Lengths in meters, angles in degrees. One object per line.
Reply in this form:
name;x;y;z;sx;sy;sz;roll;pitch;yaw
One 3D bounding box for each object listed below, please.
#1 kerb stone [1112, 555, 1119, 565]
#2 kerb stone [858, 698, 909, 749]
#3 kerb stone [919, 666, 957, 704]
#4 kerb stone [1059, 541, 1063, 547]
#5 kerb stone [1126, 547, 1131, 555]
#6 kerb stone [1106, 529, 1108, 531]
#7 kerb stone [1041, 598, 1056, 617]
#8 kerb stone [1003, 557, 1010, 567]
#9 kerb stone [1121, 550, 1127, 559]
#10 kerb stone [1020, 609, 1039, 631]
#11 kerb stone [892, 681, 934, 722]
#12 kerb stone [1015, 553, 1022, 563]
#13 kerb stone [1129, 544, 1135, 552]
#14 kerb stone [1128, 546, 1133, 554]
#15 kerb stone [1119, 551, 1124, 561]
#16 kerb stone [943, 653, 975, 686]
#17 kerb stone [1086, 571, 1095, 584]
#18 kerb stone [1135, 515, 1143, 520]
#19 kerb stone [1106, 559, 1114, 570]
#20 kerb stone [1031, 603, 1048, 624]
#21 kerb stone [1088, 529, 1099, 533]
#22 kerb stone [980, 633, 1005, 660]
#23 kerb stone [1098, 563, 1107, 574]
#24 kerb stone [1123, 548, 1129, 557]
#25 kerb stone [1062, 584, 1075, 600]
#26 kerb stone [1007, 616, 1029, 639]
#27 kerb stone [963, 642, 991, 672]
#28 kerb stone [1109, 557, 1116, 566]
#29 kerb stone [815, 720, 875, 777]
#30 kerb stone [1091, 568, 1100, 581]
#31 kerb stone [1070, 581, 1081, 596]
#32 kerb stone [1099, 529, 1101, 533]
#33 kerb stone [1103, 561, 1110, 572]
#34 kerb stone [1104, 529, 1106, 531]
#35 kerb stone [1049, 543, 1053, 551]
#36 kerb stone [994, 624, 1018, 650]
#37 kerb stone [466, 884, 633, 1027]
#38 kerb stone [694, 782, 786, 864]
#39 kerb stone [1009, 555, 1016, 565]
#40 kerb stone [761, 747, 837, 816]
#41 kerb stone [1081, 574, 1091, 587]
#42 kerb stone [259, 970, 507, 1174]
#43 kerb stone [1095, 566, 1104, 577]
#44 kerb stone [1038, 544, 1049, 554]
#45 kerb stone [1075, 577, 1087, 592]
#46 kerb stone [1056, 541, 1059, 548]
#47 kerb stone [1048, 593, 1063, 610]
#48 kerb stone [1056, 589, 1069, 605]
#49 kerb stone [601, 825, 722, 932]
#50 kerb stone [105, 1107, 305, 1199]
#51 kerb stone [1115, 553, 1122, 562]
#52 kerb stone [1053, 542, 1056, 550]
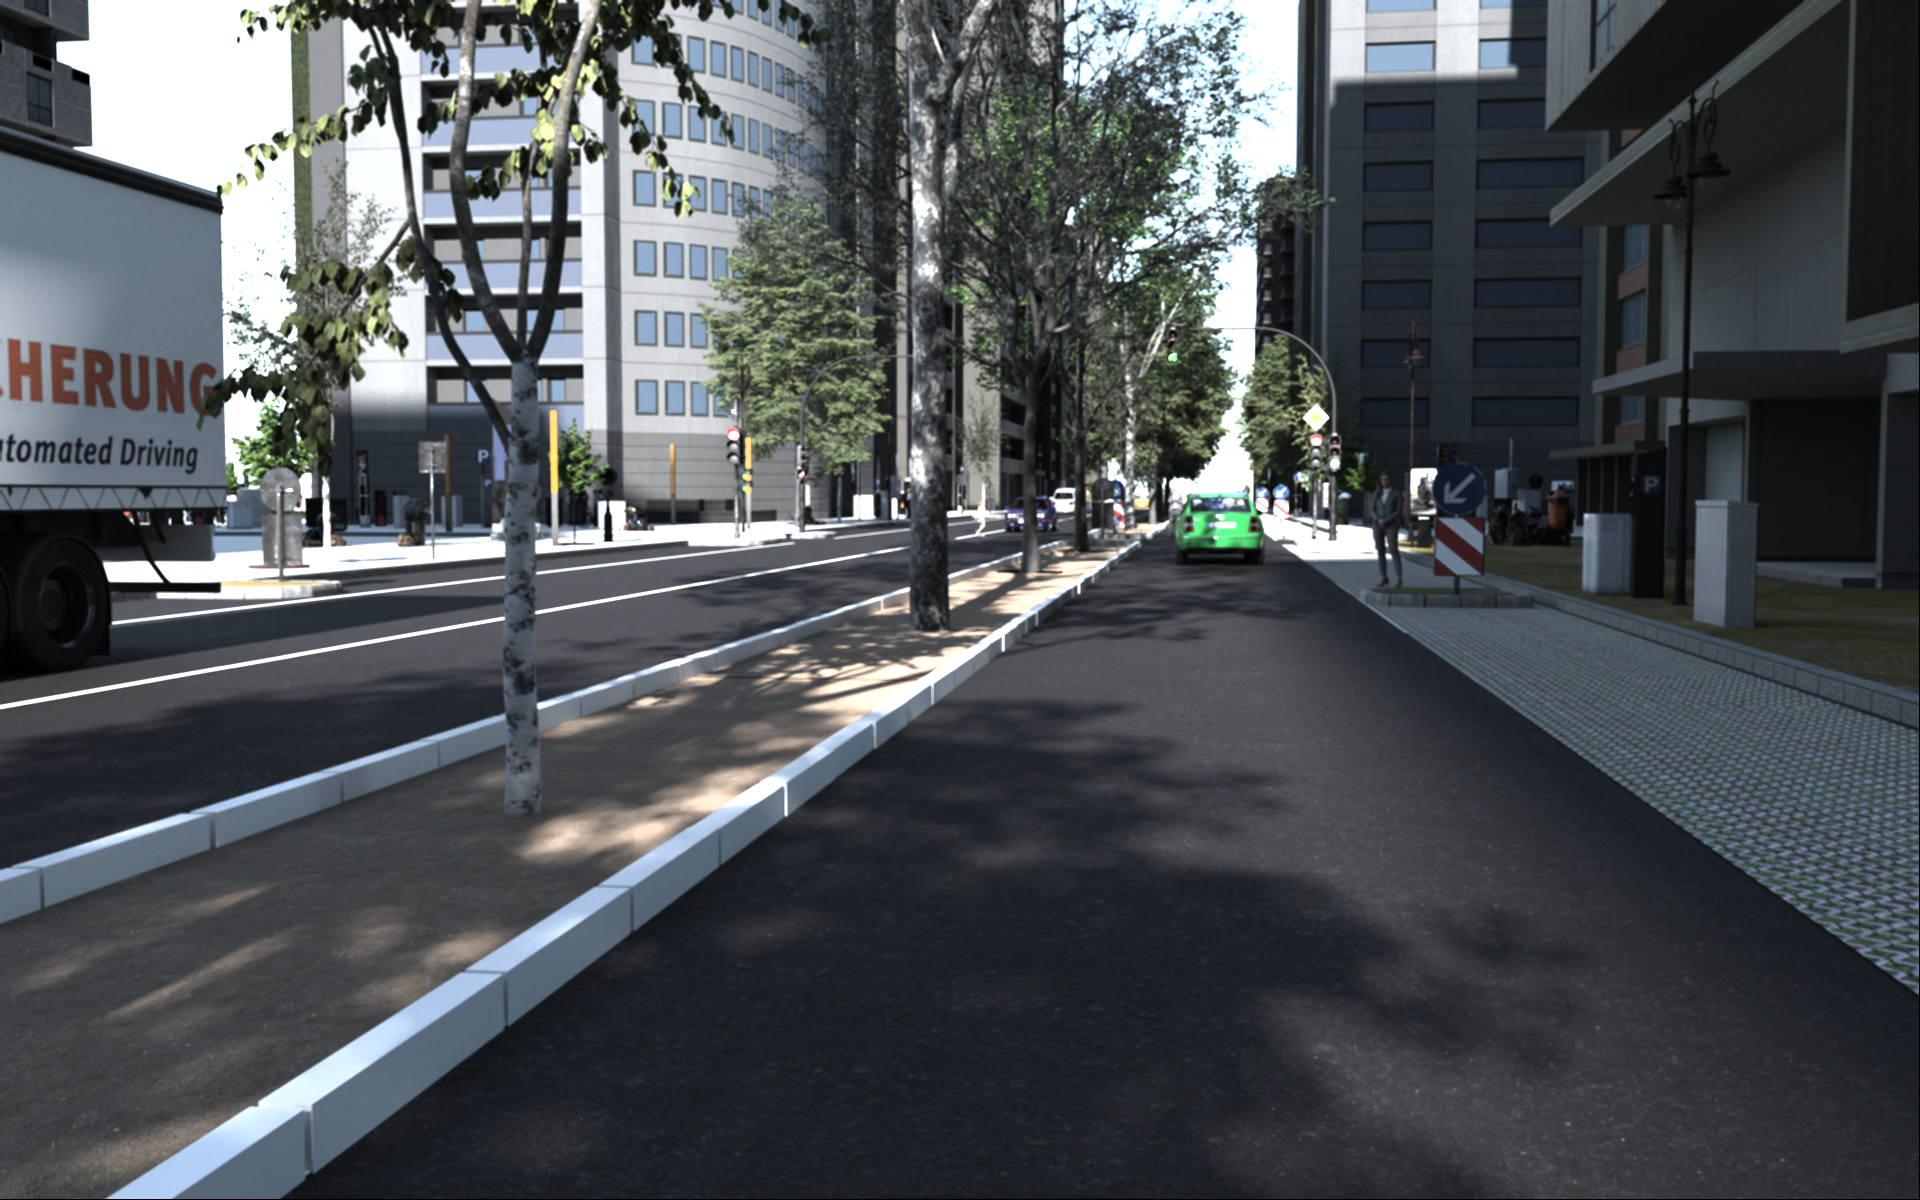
kerb stone;3.036;-0.755;34.578;0.120;0.150;1.000;1;4;8
kerb stone;-0.463;0.731;10.237;0.120;0.150;1.000;1;4;8
kerb stone;-0.173;0.609;12.261;0.120;0.150;1.000;1;4;8
kerb stone;2.569;-1.459;46.048;0.120;0.150;1.000;1;4;8
kerb stone;3.773;-1.068;39.658;0.120;0.150;1.000;1;4;8
kerb stone;5.427;-2.668;65.819;0.120;0.150;1.000;1;4;8
kerb stone;0.994;0.112;20.362;0.120;0.150;1.000;1;4;8
kerb stone;0.821;-0.714;33.872;0.120;0.150;1.000;1;4;8
kerb stone;3.490;-0.944;37.629;0.120;0.150;1.000;1;4;8
kerb stone;0.699;0.236;18.337;0.120;0.150;1.000;1;4;8
kerb stone;-0.322;0.669;11.249;0.120;0.150;1.000;1;4;8
kerb stone;1.111;-0.839;35.905;0.120;0.150;1.000;1;4;8
kerb stone;4.067;-1.192;41.691;0.120;0.150;1.000;1;4;8
kerb stone;3.918;-1.130;40.674;0.120;0.150;1.000;1;4;8
kerb stone;3.327;-0.882;36.610;0.120;0.150;1.000;1;4;8
kerb stone;-0.028;0.550;13.273;0.120;0.150;1.000;1;4;8
kerb stone;2.013;-0.321;27.468;0.120;0.150;1.000;1;4;8
kerb stone;10.251;-4.719;99.348;0.120;0.150;1.000;1;4;8
kerb stone;2.750;-0.627;32.549;0.120;0.150;1.000;1;4;8
kerb stone;0.852;0.174;19.349;0.120;0.150;1.000;1;4;8
kerb stone;4.687;-2.357;60.740;0.120;0.150;1.000;1;4;8
kerb stone;0.257;0.427;15.302;0.120;0.150;1.000;1;4;8
kerb stone;2.457;-0.506;30.520;0.120;0.150;1.000;1;4;8
kerb stone;3.624;-1.006;38.647;0.120;0.150;1.000;1;4;8
kerb stone;1.423;-0.074;23.412;0.120;0.150;1.000;1;4;8
kerb stone;0.550;0.298;17.325;0.120;0.150;1.000;1;4;8
kerb stone;0.116;0.487;14.285;0.120;0.150;1.000;1;4;8
kerb stone;2.892;-0.694;33.565;0.120;0.150;1.000;1;4;8
kerb stone;-0.620;0.794;9.212;0.120;0.150;1.000;1;4;8
kerb stone;2.164;-0.380;28.482;0.120;0.150;1.000;1;4;8
kerb stone;1.572;-0.136;24.423;0.120;0.150;1.000;1;4;8
kerb stone;4.834;-2.420;61.760;0.120;0.150;1.000;1;4;8
kerb stone;2.600;-0.571;31.537;0.120;0.150;1.000;1;4;8
kerb stone;5.279;-2.600;64.797;0.120;0.150;1.000;1;4;8
kerb stone;2.134;-1.273;43.004;0.120;0.150;1.000;1;4;8
kerb stone;0.411;0.360;16.312;0.120;0.150;1.000;1;4;8
kerb stone;-1.204;1.042;5.157;0.120;0.150;1.000;1;4;8
kerb stone;-0.911;0.923;7.181;0.120;0.150;1.000;1;4;8
kerb stone;0.956;-0.776;34.885;0.120;0.150;1.000;1;4;8
kerb stone;-0.759;0.856;8.199;0.120;0.150;1.000;1;4;8
kerb stone;1.868;-0.259;26.454;0.120;0.150;1.000;1;4;8
kerb stone;-1.350;1.104;4.145;0.120;0.150;1.000;1;4;8
kerb stone;2.311;-0.439;29.496;0.120;0.150;1.000;1;4;8
kerb stone;1.989;-1.210;41.979;0.120;0.150;1.000;1;4;8
kerb stone;1.732;-0.196;25.436;0.120;0.150;1.000;1;4;8
kerb stone;2.416;-1.389;45.030;0.120;0.150;1.000;1;4;8
kerb stone;1.134;0.051;21.379;0.120;0.150;1.000;1;4;8
kerb stone;1.280;-0.010;22.391;0.120;0.150;1.000;1;4;8
kerb stone;-1.057;0.980;6.169;0.120;0.150;1.000;1;4;8
kerb stone;-1.498;1.166;3.129;0.120;0.150;1.000;1;4;8
kerb stone;3.184;-0.819;35.592;0.120;0.150;1.000;1;4;8
kerb stone;2.282;-1.334;44.016;0.120;0.150;1.000;1;4;8
